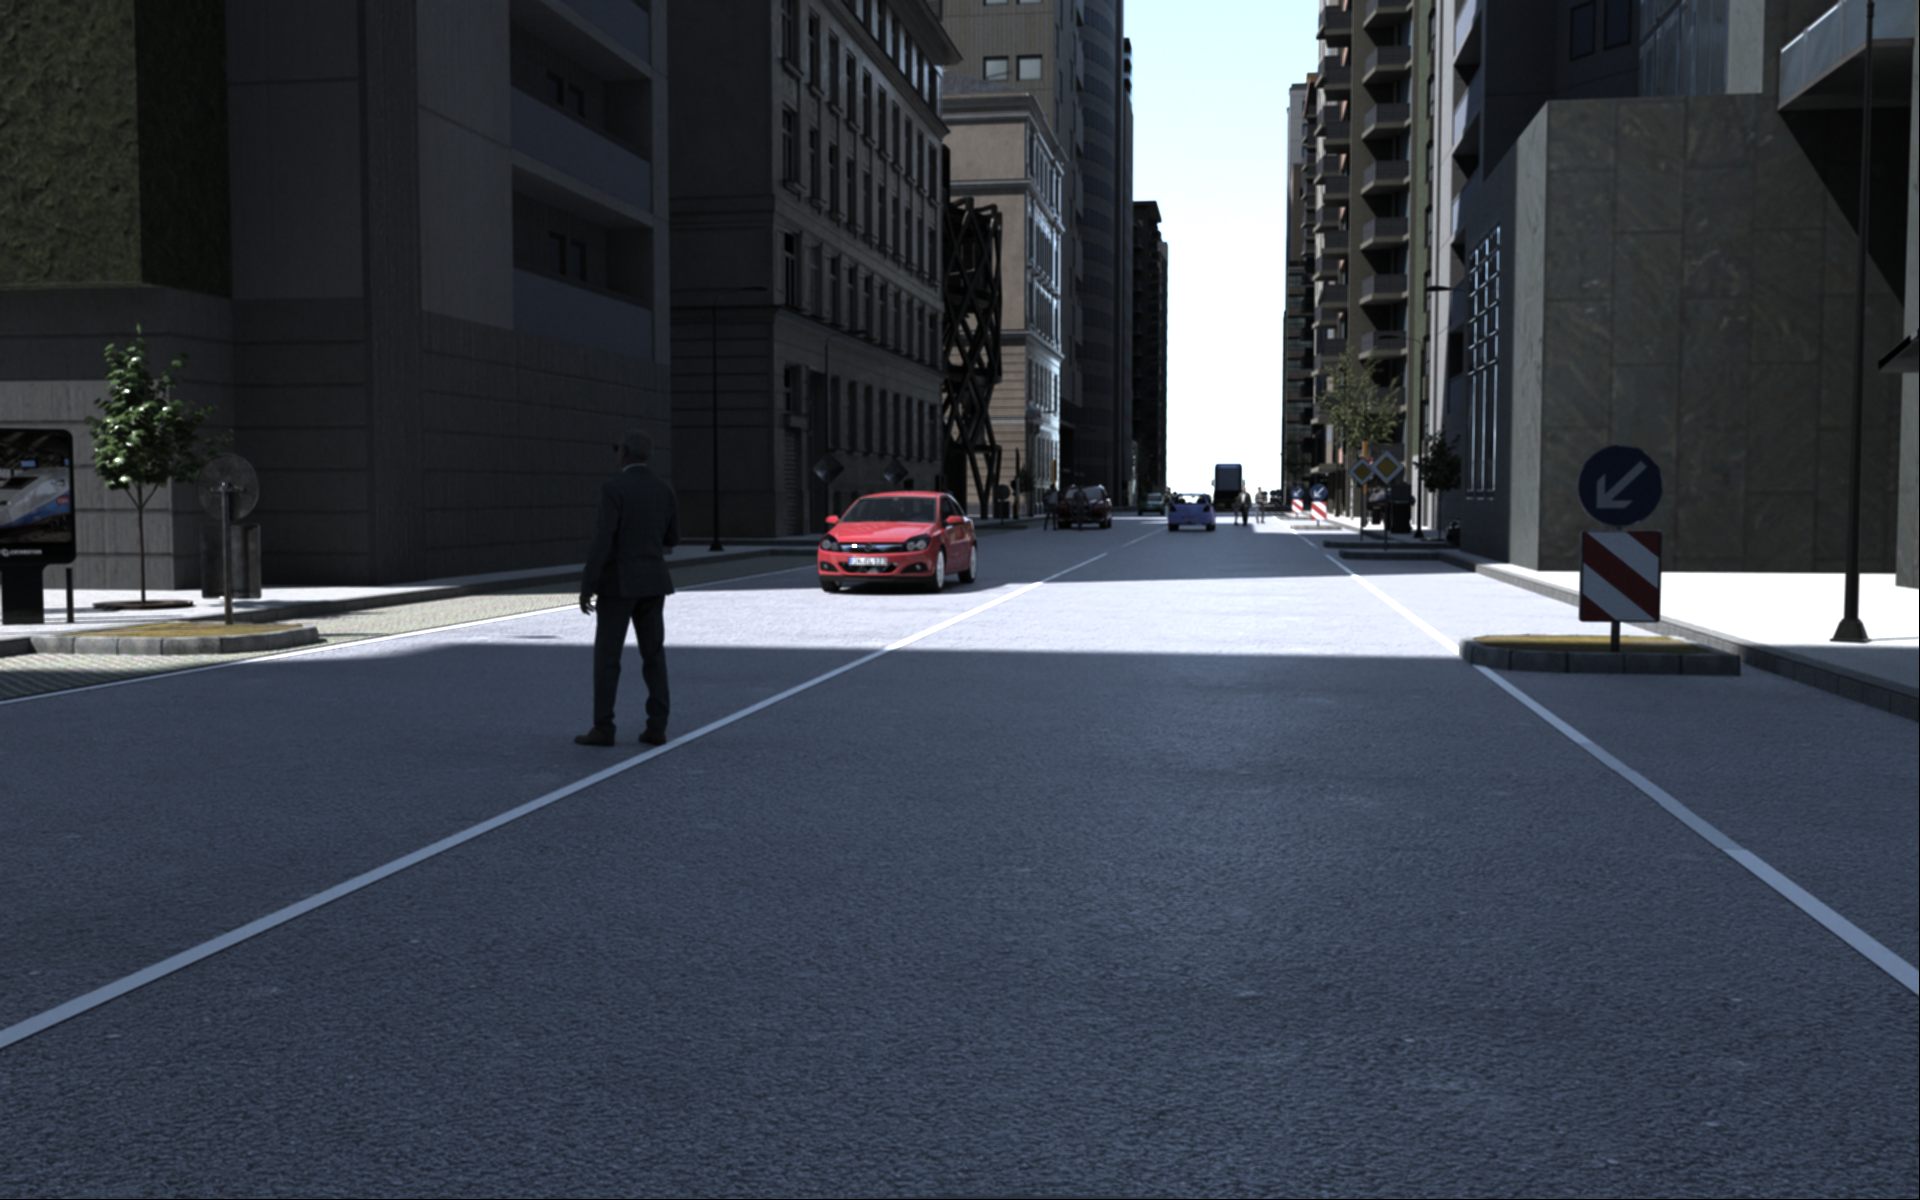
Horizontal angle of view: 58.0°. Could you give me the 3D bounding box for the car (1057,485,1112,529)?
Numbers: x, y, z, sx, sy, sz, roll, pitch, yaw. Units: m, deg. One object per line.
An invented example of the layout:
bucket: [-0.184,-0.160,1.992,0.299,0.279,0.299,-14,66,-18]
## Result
car: [5.261,-3.915,72.680,2.281,1.827,5.304,1,4,8]

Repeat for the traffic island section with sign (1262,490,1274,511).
traffic island section with sign: [26.565,-8.347,145.106,1.989,1.847,2.006,1,4,9]

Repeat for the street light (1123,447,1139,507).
street light: [16.876,-12.222,172.367,1.470,5.913,1.316,1,4,9]

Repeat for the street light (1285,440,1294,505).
street light: [28.989,-10.802,149.155,1.470,5.913,1.316,1,4,9]

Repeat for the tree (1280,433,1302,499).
tree: [39.443,-15.478,203.434,4.737,8.622,4.395,0,3,0]

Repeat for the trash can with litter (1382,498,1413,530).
trash can with litter: [15.306,-3.004,60.508,1.055,1.170,0.624,2,4,32]

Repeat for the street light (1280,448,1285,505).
street light: [32.974,-12.249,172.804,1.470,5.913,1.316,1,4,9]

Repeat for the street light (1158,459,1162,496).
street light: [26.130,-15.751,230.074,1.470,5.913,1.316,1,4,9]

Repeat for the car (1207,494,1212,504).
car: [33.456,-13.906,236.397,2.155,1.783,4.494,1,4,9]

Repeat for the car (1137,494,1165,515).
car: [13.072,-6.691,118.193,1.959,1.807,4.718,0,4,8]

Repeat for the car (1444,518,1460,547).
car: [14.152,-2.015,42.734,4.222,1.686,2.009,1,4,9]

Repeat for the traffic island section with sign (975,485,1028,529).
traffic island section with sign: [1.738,-3.823,71.128,1.989,1.847,2.006,1,4,9]

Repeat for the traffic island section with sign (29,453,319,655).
traffic island section with sign: [-7.199,-0.467,16.258,1.989,1.847,2.006,1,4,9]

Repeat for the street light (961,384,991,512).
street light: [0.633,-6.175,73.494,1.470,5.913,1.316,1,4,9]

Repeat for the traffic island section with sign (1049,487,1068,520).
traffic island section with sign: [6.069,-5.450,97.734,1.989,1.847,2.006,1,4,9]

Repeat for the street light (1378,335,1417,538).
street light: [12.894,-4.773,50.583,1.470,5.913,1.316,1,4,9]

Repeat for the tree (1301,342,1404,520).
tree: [19.405,-8.200,84.435,4.737,8.622,4.395,0,3,0]

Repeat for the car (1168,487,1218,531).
car: [9.155,-3.584,68.190,1.945,1.707,3.694,1,4,11]

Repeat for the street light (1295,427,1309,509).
street light: [25.242,-9.372,125.779,1.470,5.913,1.316,1,4,9]

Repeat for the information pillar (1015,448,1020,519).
information pillar: [2.929,-5.906,87.921,0.183,3.616,0.504,1,4,13]

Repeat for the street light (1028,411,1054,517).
street light: [4.527,-7.603,96.847,1.470,5.913,1.316,1,4,9]

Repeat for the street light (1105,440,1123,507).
street light: [13.052,-10.793,149.003,1.470,5.913,1.316,1,4,9]

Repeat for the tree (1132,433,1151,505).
tree: [20.201,-15.250,199.699,4.360,8.622,3.978,0,3,0]

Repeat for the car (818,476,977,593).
car: [-0.905,-1.076,26.633,2.155,1.783,4.494,1,4,10]

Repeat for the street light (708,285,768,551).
street light: [-4.958,-4.049,38.749,1.470,5.913,1.316,1,4,9]

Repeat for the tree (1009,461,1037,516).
tree: [3.599,-6.495,100.801,1.663,3.219,1.824,0,3,0]

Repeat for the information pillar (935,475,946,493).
information pillar: [-0.743,-3.720,65.320,0.304,2.012,0.304,-3,5,-42]

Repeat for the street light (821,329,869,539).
street light: [-3.248,-4.680,49.057,1.470,5.913,1.316,1,4,9]

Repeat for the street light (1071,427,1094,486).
street light: [8.304,-9.034,120.240,1.470,5.913,1.316,1,4,9]

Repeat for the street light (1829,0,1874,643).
street light: [7.228,-2.597,15.009,1.470,5.913,1.316,1,4,9]

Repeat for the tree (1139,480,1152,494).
tree: [22.733,-13.334,212.618,1.663,3.219,1.824,0,3,0]

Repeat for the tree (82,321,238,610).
tree: [-9.230,-1.517,19.409,1.663,3.219,1.824,0,3,0]

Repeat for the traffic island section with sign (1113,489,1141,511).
traffic island section with sign: [14.018,-8.436,146.549,1.989,1.847,2.006,1,4,9]

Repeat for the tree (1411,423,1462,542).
tree: [13.060,-3.207,47.035,1.663,3.219,1.824,0,3,0]

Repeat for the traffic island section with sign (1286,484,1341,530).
traffic island section with sign: [14.268,-3.730,69.609,1.989,1.847,2.006,1,4,9]

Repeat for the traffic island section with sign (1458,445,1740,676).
traffic island section with sign: [5.336,-0.374,14.748,1.989,1.847,2.006,1,4,9]

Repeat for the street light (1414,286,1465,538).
street light: [11.071,-4.046,38.698,1.470,5.913,1.316,1,4,9]

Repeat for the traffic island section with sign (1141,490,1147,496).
traffic island section with sign: [18.444,-10.100,173.767,1.989,1.847,2.006,1,4,9]

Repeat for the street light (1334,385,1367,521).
street light: [16.746,-6.202,73.943,1.470,5.913,1.316,1,4,9]

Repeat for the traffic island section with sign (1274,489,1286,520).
traffic island section with sign: [18.606,-5.358,96.224,1.989,1.847,2.006,1,4,9]

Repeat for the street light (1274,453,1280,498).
street light: [38.567,-14.395,207.904,1.470,5.913,1.316,1,4,9]

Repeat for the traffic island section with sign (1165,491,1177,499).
traffic island section with sign: [27.477,-13.489,229.164,1.989,1.847,2.006,1,4,9]

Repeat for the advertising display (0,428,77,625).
advertising display: [-9.253,-0.724,17.044,0.974,1.923,0.123,-2,4,-33]

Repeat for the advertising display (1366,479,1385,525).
advertising display: [17.474,-4.127,72.691,0.974,1.923,0.123,-1,4,-19]

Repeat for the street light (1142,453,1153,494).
street light: [20.709,-13.652,195.754,1.470,5.913,1.316,1,4,9]

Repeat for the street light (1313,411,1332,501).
street light: [20.673,-7.630,97.290,1.470,5.913,1.316,1,4,9]

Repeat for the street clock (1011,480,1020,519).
street clock: [2.838,-5.142,88.635,0.358,2.002,0.471,-3,5,-42]
